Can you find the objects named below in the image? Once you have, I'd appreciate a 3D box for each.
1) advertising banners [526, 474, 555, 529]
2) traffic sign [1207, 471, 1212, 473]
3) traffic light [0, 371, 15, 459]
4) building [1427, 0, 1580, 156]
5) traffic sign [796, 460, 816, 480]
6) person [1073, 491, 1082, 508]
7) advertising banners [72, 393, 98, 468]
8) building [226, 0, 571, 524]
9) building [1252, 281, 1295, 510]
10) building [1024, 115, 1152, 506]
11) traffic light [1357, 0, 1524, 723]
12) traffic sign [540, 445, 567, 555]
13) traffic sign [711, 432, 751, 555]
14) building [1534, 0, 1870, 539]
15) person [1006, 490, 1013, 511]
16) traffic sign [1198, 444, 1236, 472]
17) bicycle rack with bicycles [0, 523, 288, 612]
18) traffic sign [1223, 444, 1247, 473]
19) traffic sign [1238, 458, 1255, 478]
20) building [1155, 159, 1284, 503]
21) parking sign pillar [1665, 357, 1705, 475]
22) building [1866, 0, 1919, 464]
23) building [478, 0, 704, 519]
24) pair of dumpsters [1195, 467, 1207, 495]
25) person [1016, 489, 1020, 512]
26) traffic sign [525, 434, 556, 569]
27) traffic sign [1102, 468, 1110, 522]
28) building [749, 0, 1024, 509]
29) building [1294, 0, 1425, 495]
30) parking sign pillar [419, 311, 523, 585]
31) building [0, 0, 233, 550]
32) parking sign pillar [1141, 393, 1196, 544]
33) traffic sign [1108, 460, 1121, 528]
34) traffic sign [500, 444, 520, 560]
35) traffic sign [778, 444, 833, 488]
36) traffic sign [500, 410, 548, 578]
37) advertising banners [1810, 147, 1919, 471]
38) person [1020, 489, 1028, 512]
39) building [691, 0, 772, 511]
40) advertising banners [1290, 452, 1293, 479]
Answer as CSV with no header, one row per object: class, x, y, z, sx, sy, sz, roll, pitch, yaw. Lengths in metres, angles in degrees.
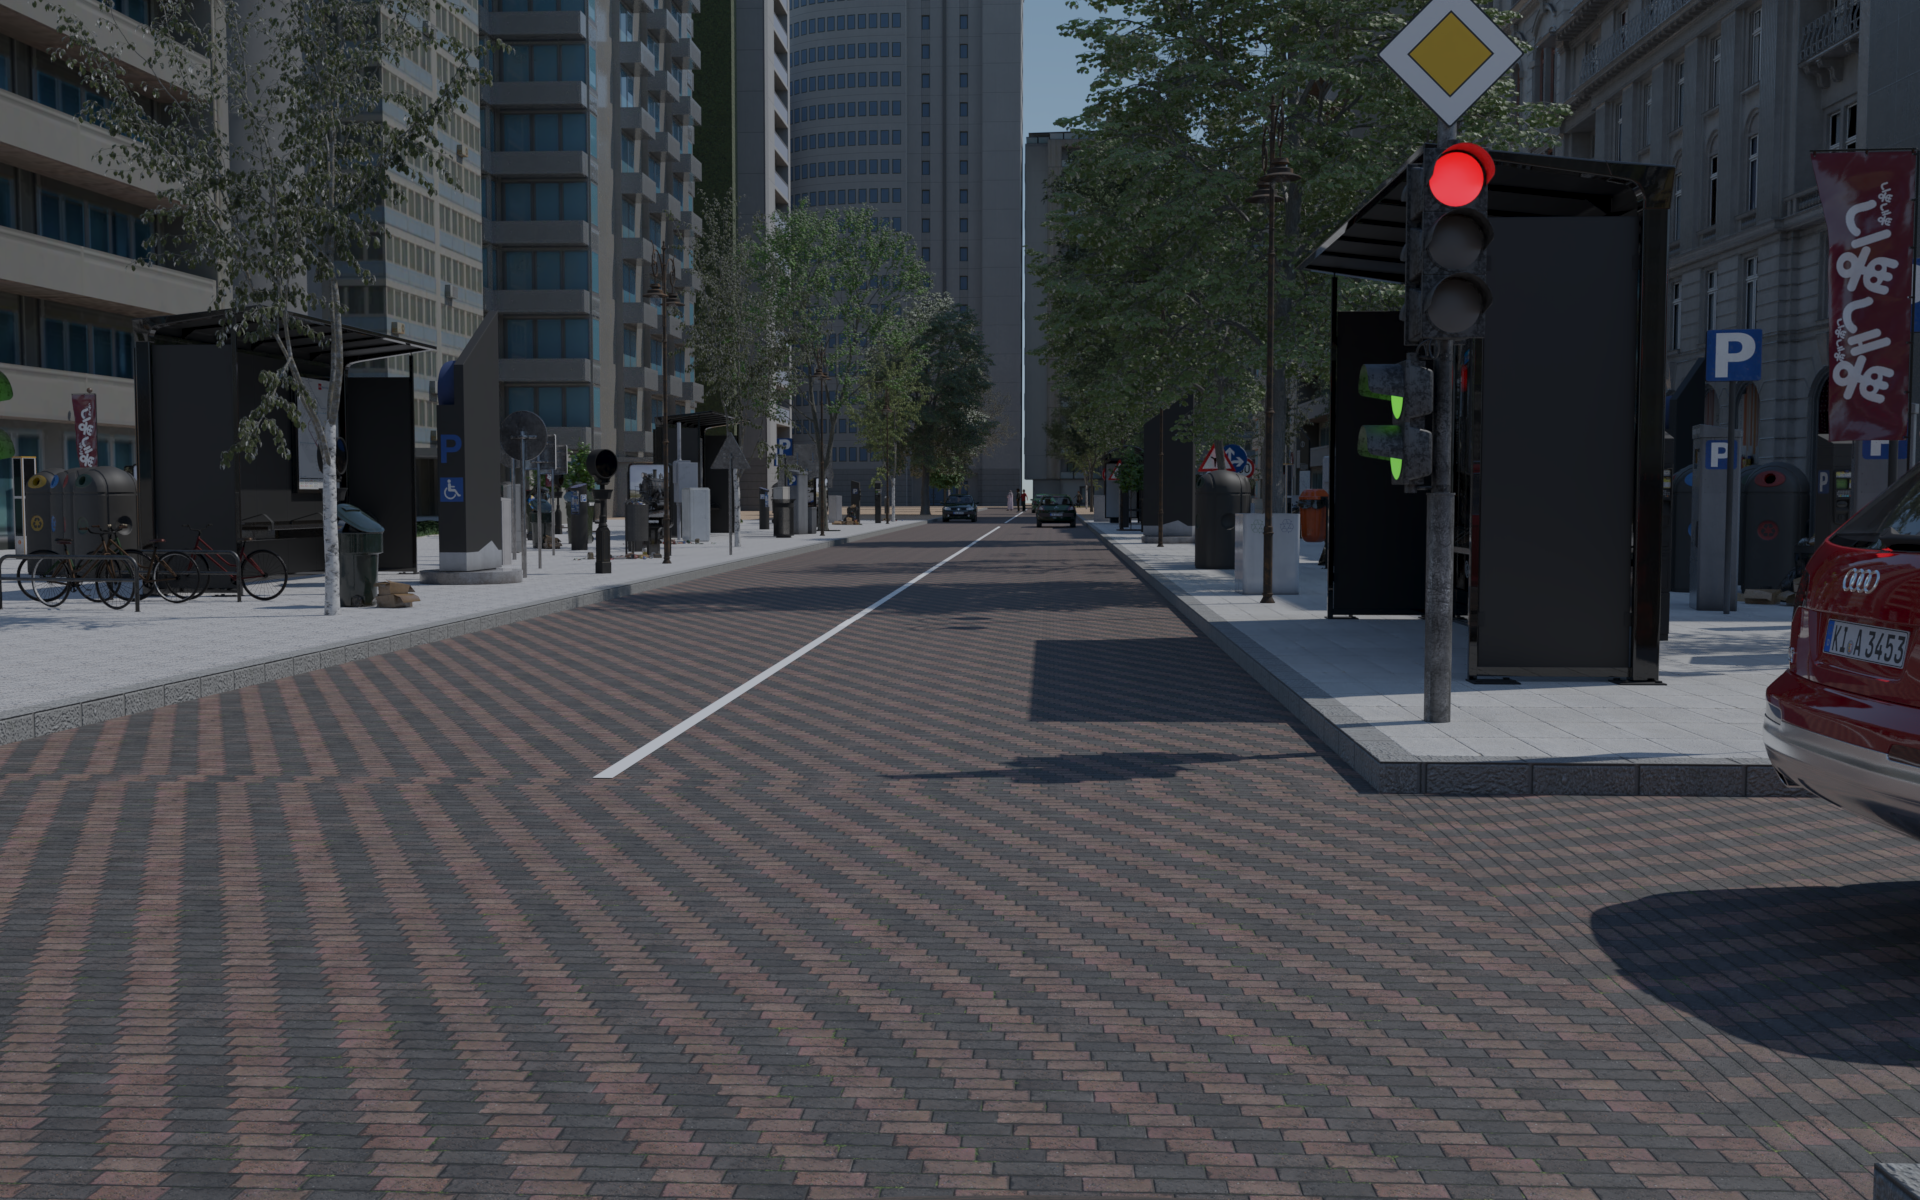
advertising banners,-15.557,-4.074,62.805,2.074,3.025,0.090,-1,4,-18
traffic sign,10.228,-4.203,69.900,0.795,2.450,0.064,0,4,4
traffic light,-6.027,-1.295,10.097,0.839,4.253,0.868,0,4,3
building,27.800,-17.378,71.517,14.401,28.519,23.554,0,4,3
traffic sign,-5.785,-3.981,65.194,0.768,2.556,0.104,0,4,5
person,11.232,-9.537,165.138,0.721,1.735,1.217,-3,5,-41
advertising banners,-14.495,-2.068,29.997,2.074,3.025,0.090,1,4,16
building,-33.290,-23.104,69.627,32.217,40.220,23.993,0,4,3
building,37.670,-17.450,130.342,27.650,21.520,28.899,0,4,3
building,14.001,-30.928,189.270,14.086,41.232,14.154,0,4,3
traffic light,2.673,-1.268,9.658,0.839,4.253,0.868,0,4,3
traffic sign,-8.479,-2.077,36.082,0.606,2.300,0.079,0,4,4
traffic sign,-4.827,-2.226,36.392,0.884,2.594,0.081,1,4,13
building,25.870,-12.613,48.028,13.314,21.916,24.055,0,4,3
person,4.308,-8.539,148.787,0.621,1.740,0.551,3,5,42
traffic sign,6.052,-2.499,40.859,0.884,2.594,0.081,0,4,7
bicycle rack with bicycles,-9.732,-0.407,20.034,2.925,0.926,2.852,1,4,14
traffic sign,6.960,-2.707,44.357,0.768,2.556,0.104,0,4,7
traffic sign,9.794,-3.652,59.822,0.768,2.556,0.104,0,4,7
building,33.433,-30.851,196.288,23.993,40.220,32.217,0,4,3
parking sign pillar,14.062,-2.776,33.862,1.447,3.967,1.447,-3,5,-44
building,33.358,-12.779,28.008,30.058,24.678,14.314,0,4,3
building,-27.806,-29.477,101.559,23.786,49.044,30.456,0,4,3
pair of dumpsters,8.633,-3.746,63.744,1.574,2.255,4.437,0,4,3
person,4.507,-7.761,135.022,0.705,1.869,1.348,0,4,3
traffic sign,-7.223,-1.688,29.733,0.606,2.300,0.079,1,4,12
traffic sign,6.795,-4.776,78.193,0.768,2.556,0.104,0,4,6
building,-7.106,-39.753,191.966,28.212,58.520,21.231,0,4,3
building,32.420,-29.340,103.412,21.300,48.544,21.600,0,4,3
parking sign pillar,-7.086,-2.234,25.002,1.447,3.967,1.447,0,4,7
building,-31.607,-25.319,37.667,21.300,48.544,21.600,0,4,3
parking sign pillar,5.457,-3.464,45.101,1.447,3.967,1.447,1,4,17
traffic sign,6.058,-4.016,65.663,0.884,2.594,0.081,1,4,10
traffic sign,-8.699,-2.057,33.739,0.768,2.556,0.104,1,4,9
traffic sign,-6.347,-4.712,70.911,2.265,3.308,0.079,0,4,4
traffic sign,-6.667,-1.610,26.428,0.768,2.556,0.104,0,4,7
advertising banners,5.348,-0.770,8.771,2.074,3.025,0.090,0,4,7
person,5.052,-7.912,137.800,0.705,1.831,1.348,-2,4,-33
building,-28.036,-36.400,137.133,28.212,58.520,21.231,0,4,3
advertising banners,13.692,-4.663,72.432,0.090,3.025,2.074,0,4,-1
